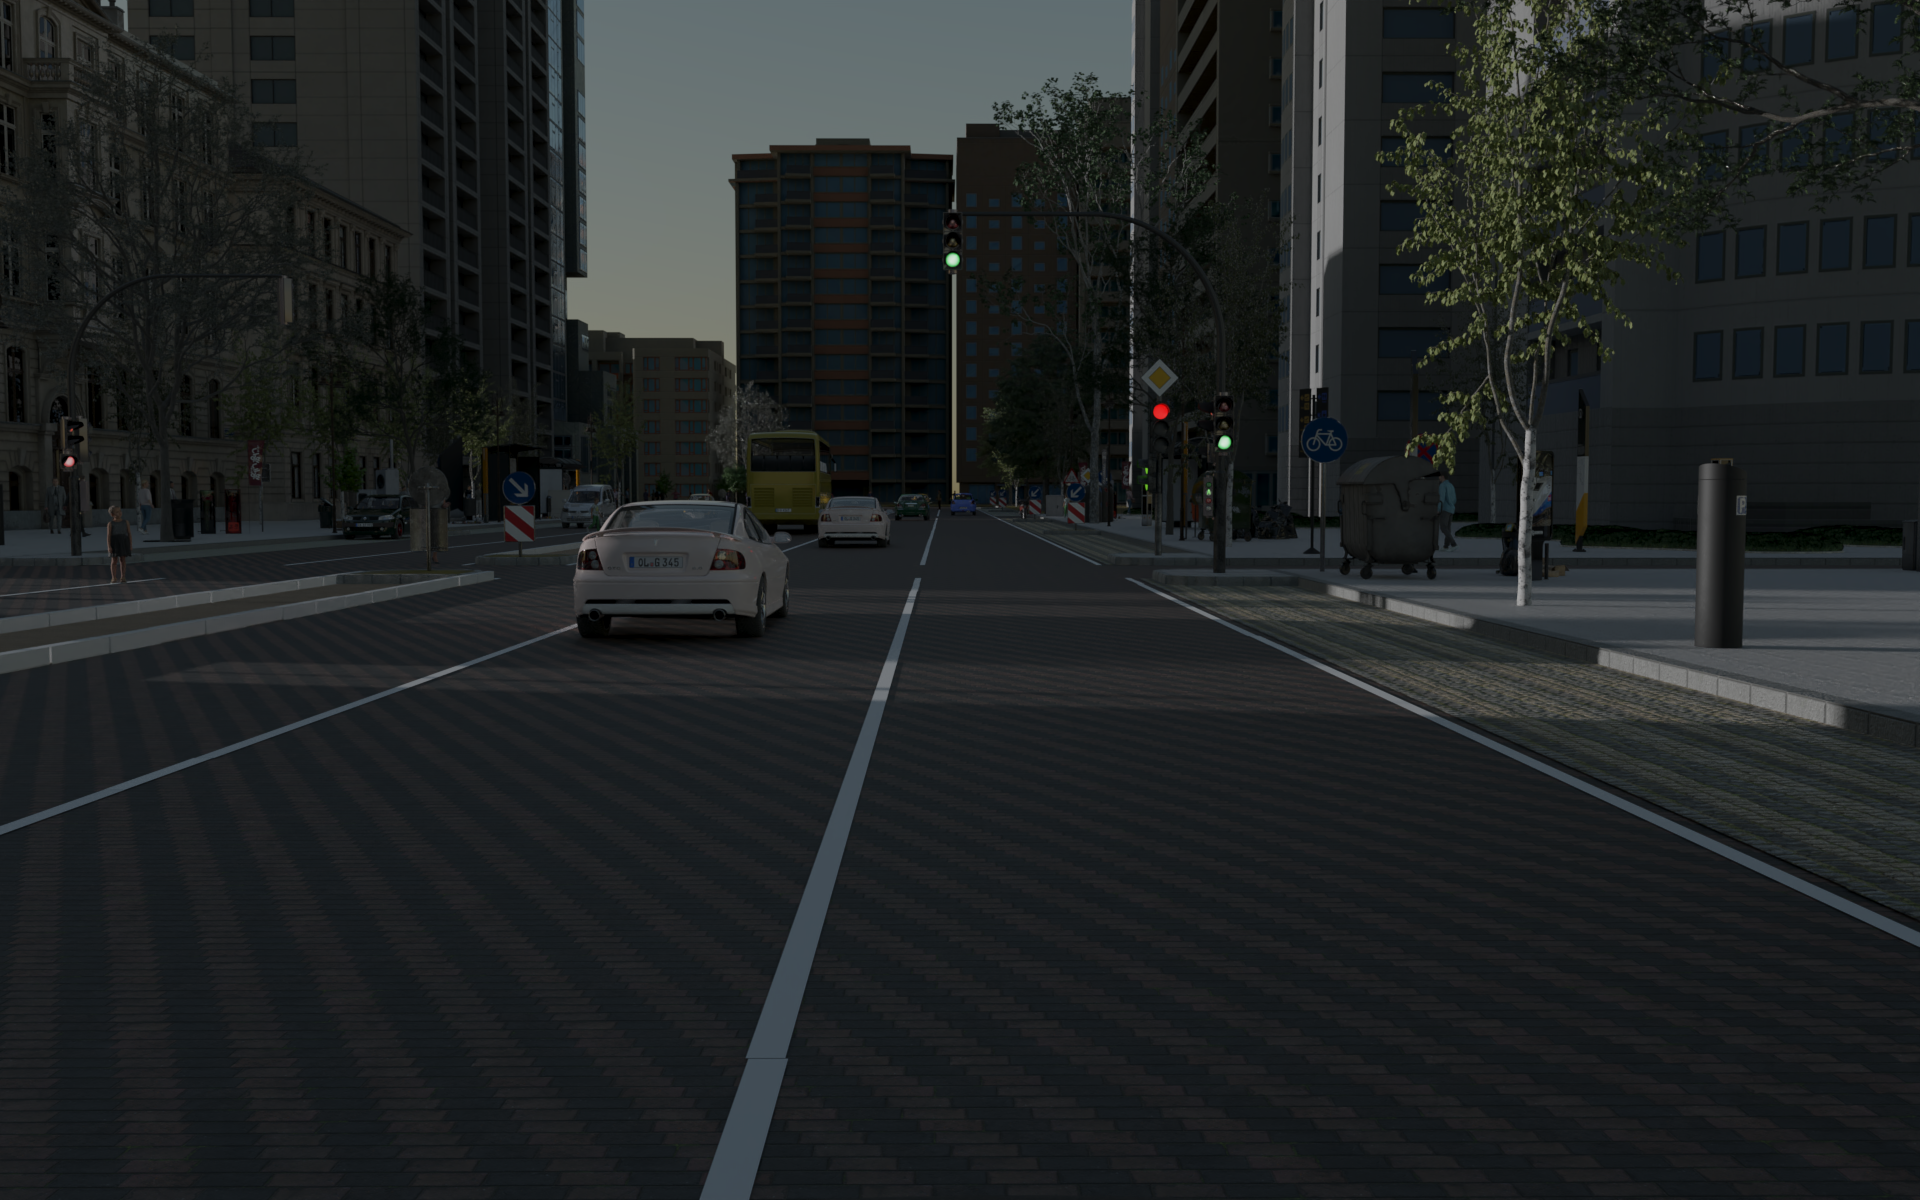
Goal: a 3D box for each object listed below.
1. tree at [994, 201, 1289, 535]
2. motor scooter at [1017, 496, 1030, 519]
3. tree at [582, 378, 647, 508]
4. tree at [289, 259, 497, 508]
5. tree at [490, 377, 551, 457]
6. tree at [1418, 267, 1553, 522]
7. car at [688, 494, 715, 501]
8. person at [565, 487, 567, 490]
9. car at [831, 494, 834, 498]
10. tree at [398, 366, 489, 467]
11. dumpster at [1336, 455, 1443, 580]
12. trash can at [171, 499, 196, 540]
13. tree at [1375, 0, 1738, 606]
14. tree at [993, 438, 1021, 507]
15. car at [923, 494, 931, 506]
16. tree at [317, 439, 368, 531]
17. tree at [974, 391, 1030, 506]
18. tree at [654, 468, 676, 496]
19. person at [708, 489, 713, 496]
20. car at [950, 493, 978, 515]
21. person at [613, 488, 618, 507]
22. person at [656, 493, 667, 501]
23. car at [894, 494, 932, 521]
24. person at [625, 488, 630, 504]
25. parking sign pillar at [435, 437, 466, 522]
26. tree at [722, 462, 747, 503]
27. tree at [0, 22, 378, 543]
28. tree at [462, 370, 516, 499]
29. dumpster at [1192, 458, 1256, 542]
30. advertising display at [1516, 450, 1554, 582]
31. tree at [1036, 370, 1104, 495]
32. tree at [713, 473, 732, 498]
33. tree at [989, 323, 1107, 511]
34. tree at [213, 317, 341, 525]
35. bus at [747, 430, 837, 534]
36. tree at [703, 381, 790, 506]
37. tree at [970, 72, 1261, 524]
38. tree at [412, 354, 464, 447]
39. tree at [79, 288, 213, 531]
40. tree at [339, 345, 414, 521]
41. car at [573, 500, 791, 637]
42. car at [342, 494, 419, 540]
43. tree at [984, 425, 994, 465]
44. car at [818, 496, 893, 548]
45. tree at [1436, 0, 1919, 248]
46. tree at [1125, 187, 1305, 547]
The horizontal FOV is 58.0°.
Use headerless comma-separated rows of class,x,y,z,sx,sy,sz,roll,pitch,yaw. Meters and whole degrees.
tree,6.893,-7.346,54.520,7.601,10.594,8.767,-3,5,-39
motor scooter,3.621,-5.229,98.277,0.815,1.314,1.986,0,4,-2
tree,-21.631,-9.729,109.435,4.737,8.622,4.395,0,3,0
tree,-21.960,-8.242,69.165,7.601,10.594,8.767,2,4,25
tree,-27.198,-9.604,107.393,4.360,8.622,3.978,0,3,0
tree,16.952,-6.416,55.256,4.360,8.622,3.978,0,3,0
car,-15.645,-5.766,104.503,2.015,1.641,3.980,0,4,-2
person,-29.463,-7.553,129.629,0.705,1.812,1.348,-1,4,-14
car,-13.290,-9.967,172.005,2.155,1.783,4.494,0,4,-1
tree,-29.205,-8.967,96.980,4.360,8.622,3.978,0,3,0
dumpster,6.610,-1.279,26.668,1.264,1.857,1.865,0,4,-1
trash can,-21.900,-2.269,48.746,0.748,1.137,0.748,0,3,0
tree,6.641,-4.254,19.920,4.737,8.622,4.395,0,3,0
tree,5.605,-13.778,175.632,4.737,8.622,4.395,0,3,0
car,-3.966,-10.192,176.868,2.015,1.641,3.980,0,4,-2
tree,-21.569,-4.071,61.167,1.663,3.219,1.824,0,3,0
tree,5.407,-16.477,187.527,7.486,12.596,7.792,0,3,0
tree,-21.818,-8.185,128.423,1.663,3.219,1.824,0,3,0
person,-26.151,-10.688,180.752,0.705,1.831,1.348,2,4,28
car,0.246,-6.579,117.162,1.945,1.707,3.694,0,4,1
person,-25.117,-7.273,125.895,0.756,1.711,0.436,1,4,10
person,-25.670,-8.765,149.368,0.705,1.821,1.348,2,4,34
car,-2.606,-5.104,95.247,2.131,1.459,4.920,0,4,1
person,-30.108,-9.226,156.875,0.705,1.826,1.348,-1,4,-16
parking sign pillar,-23.857,-5.655,80.928,1.447,3.967,1.447,2,4,32
tree,-22.878,-11.861,177.640,4.285,4.588,4.351,0,3,0
tree,-21.196,-8.283,45.798,12.009,13.543,11.850,0,3,0
tree,-28.362,-9.250,101.605,4.737,8.622,4.395,0,3,0
dumpster,7.215,-2.744,47.354,1.502,2.255,1.985,0,4,0
advertising display,8.513,-1.250,25.650,0.123,1.923,0.974,3,5,44
tree,6.307,-9.380,103.724,4.360,8.622,3.978,0,3,0
tree,-21.669,-10.077,159.358,1.663,3.219,1.824,0,3,0
tree,6.345,-13.608,129.153,9.857,13.997,8.962,0,3,0
tree,-29.243,-7.465,72.421,4.737,8.622,4.395,0,3,0
bus,-6.319,-4.539,65.761,2.896,3.916,12.252,0,4,-2
tree,-22.734,-16.935,187.254,12.009,13.543,11.850,0,3,0
tree,6.680,-13.469,76.100,12.611,20.169,13.585,0,3,0
tree,-27.539,-8.263,85.465,4.737,8.622,4.395,0,3,0
tree,-28.445,-6.723,60.281,4.360,8.622,3.978,0,3,0
tree,-27.988,-7.788,77.700,4.737,8.622,4.395,0,3,0
car,-2.908,-0.388,18.709,2.083,1.381,4.827,0,4,-1
car,-18.405,-2.790,55.408,2.009,1.686,4.222,0,4,-1
tree,5.661,-13.282,151.568,8.767,10.594,7.601,2,4,32
car,-2.891,-2.166,47.768,2.083,1.381,4.827,0,4,-1
tree,7.247,-4.709,11.407,8.767,10.594,7.601,0,4,5
tree,6.423,-5.605,42.008,4.360,8.622,3.978,0,3,0
